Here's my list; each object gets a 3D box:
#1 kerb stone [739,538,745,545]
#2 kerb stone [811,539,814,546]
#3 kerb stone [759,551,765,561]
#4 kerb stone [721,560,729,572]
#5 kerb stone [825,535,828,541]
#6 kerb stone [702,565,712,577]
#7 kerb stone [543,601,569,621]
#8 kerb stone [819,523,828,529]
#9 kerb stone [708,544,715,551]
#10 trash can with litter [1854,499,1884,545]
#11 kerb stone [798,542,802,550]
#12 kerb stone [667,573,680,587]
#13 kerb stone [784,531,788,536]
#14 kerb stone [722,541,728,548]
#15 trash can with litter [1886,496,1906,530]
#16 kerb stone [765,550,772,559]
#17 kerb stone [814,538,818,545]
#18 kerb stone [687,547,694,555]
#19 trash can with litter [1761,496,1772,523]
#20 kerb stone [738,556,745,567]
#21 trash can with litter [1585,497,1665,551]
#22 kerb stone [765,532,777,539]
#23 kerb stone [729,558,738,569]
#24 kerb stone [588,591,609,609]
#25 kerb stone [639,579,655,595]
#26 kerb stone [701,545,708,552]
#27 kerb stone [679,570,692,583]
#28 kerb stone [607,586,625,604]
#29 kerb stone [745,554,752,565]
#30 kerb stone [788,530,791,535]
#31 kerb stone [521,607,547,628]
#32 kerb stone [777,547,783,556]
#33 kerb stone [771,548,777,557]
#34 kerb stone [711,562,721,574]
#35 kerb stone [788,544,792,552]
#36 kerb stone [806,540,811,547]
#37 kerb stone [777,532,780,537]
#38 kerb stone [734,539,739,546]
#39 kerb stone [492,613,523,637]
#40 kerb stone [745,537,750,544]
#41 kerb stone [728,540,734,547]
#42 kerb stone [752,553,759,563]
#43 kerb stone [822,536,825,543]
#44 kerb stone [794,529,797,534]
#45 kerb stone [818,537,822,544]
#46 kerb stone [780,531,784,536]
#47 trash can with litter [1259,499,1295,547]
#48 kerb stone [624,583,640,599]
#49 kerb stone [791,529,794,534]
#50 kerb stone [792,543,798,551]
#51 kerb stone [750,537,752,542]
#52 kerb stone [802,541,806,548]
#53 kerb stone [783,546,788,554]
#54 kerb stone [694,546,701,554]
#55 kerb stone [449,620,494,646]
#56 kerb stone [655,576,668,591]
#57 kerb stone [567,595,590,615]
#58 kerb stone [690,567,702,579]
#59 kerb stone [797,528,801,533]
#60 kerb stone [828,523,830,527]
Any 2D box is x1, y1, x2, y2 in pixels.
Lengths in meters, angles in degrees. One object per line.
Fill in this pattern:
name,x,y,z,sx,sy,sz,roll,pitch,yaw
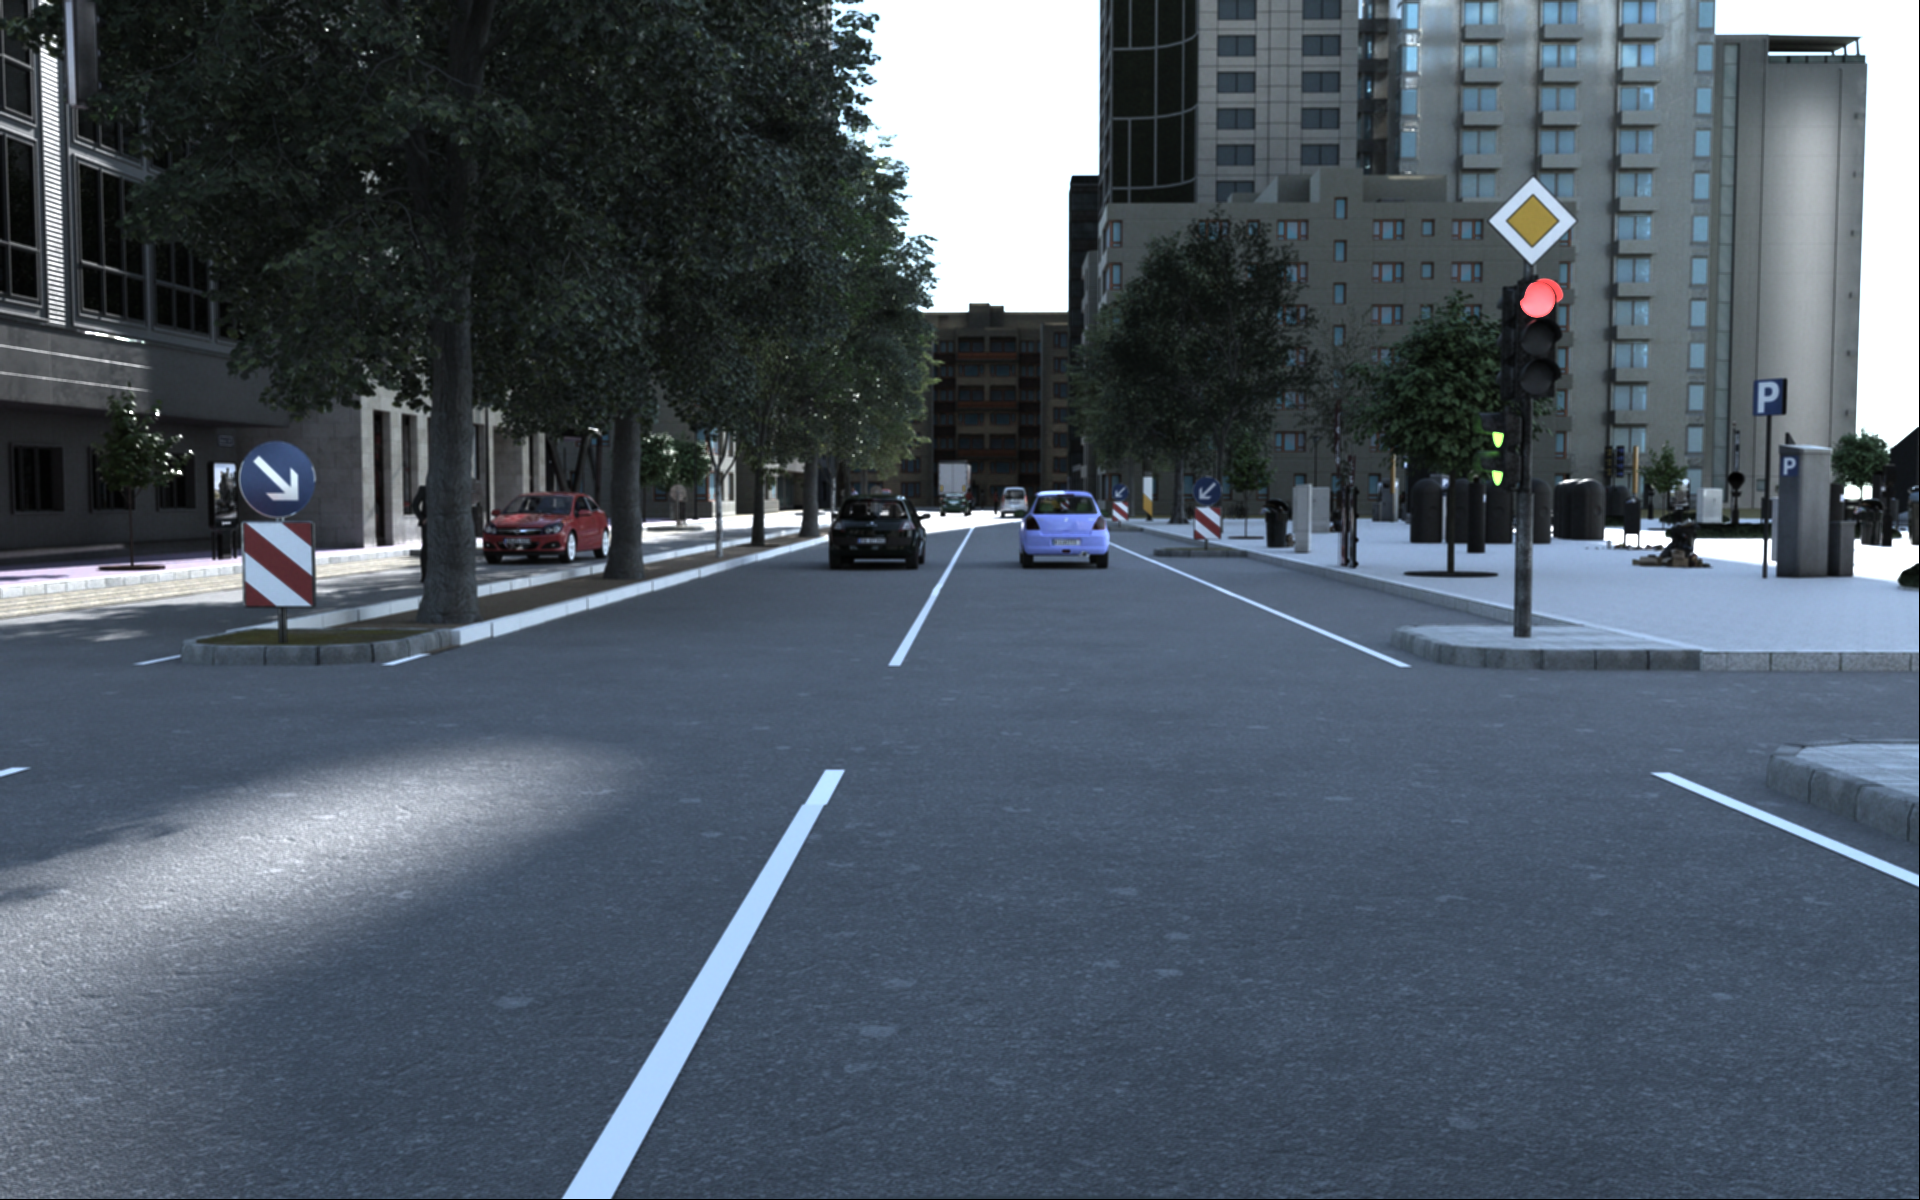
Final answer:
kerb stone,-6.255,-1.613,48.649,0.120,0.150,1.000,0,4,1
kerb stone,-4.183,-1.545,47.547,0.120,0.150,1.000,0,4,1
kerb stone,-4.369,-0.923,37.296,0.120,0.150,1.000,0,4,1
kerb stone,-4.465,-0.610,32.172,0.120,0.150,1.000,0,4,1
kerb stone,-4.108,-1.801,51.645,0.120,0.150,1.000,0,4,1
kerb stone,-4.495,-0.484,30.127,0.120,0.150,1.000,0,4,1
kerb stone,-4.695,0.142,19.874,0.120,0.150,1.000,0,4,1
kerb stone,-5.809,-3.123,73.257,0.120,0.150,1.000,0,4,1
kerb stone,-6.351,-1.303,43.523,0.120,0.150,1.000,0,4,1
trash can with litter,22.929,-1.971,43.617,0.624,1.170,1.055,3,4,36
kerb stone,-4.236,-1.362,44.461,0.120,0.150,1.000,0,4,1
kerb stone,-4.557,-0.297,27.057,0.120,0.150,1.000,0,4,1
kerb stone,-6.071,-2.243,58.904,0.120,0.150,1.000,0,4,1
kerb stone,-6.314,-1.430,45.569,0.120,0.150,1.000,0,4,1
trash can with litter,32.619,-3.086,61.517,2.233,1.210,1.678,0,4,2
kerb stone,-4.349,-0.981,38.318,0.120,0.150,1.000,0,4,1
kerb stone,-4.167,-1.607,48.569,0.120,0.150,1.000,0,4,1
kerb stone,-6.414,-1.115,40.448,0.120,0.150,1.000,0,4,1
trash can with litter,30.337,-3.337,65.621,1.678,1.210,2.233,-2,4,-26
kerb stone,-4.432,-0.736,34.223,0.120,0.150,1.000,0,4,1
trash can with litter,15.641,-1.763,39.887,1.678,1.210,2.233,-1,4,-16
kerb stone,-6.117,-2.057,55.824,0.120,0.150,1.000,0,4,1
kerb stone,-4.441,-0.673,33.200,0.120,0.150,1.000,0,4,1
kerb stone,-4.653,0.016,21.931,0.120,0.150,1.000,0,4,1
kerb stone,-4.602,-0.171,24.997,0.120,0.150,1.000,0,4,1
kerb stone,-6.381,-1.242,42.497,0.120,0.150,1.000,0,4,1
kerb stone,-4.540,-0.360,28.080,0.120,0.150,1.000,0,4,1
kerb stone,-4.636,-0.046,22.953,0.120,0.150,1.000,0,4,1
kerb stone,-4.406,-0.795,35.245,0.120,0.150,1.000,0,4,1
kerb stone,-6.054,-2.308,59.926,0.120,0.150,1.000,0,4,1
kerb stone,-4.709,0.209,18.852,0.120,0.150,1.000,0,4,1
kerb stone,-4.314,-1.110,40.362,0.120,0.150,1.000,0,4,1
kerb stone,-4.331,-1.048,39.340,0.120,0.150,1.000,0,4,1
kerb stone,-4.486,-0.548,31.150,0.120,0.150,1.000,0,4,1
kerb stone,-4.283,-1.231,42.411,0.120,0.150,1.000,0,4,1
kerb stone,-4.194,-1.486,46.517,0.120,0.150,1.000,0,4,1
kerb stone,-6.109,-2.119,56.850,0.120,0.150,1.000,0,4,1
kerb stone,-6.273,-1.555,47.618,0.120,0.150,1.000,0,4,1
kerb stone,-4.723,0.267,17.829,0.120,0.150,1.000,0,4,1
kerb stone,-6.237,-1.678,49.676,0.120,0.150,1.000,0,4,1
kerb stone,-6.291,-1.492,46.595,0.120,0.150,1.000,0,4,1
kerb stone,-4.398,-0.858,36.267,0.120,0.150,1.000,0,4,1
kerb stone,-4.129,-1.736,50.616,0.120,0.150,1.000,0,4,1
kerb stone,-6.022,-2.433,61.971,0.120,0.150,1.000,0,4,1
kerb stone,-4.137,-1.676,49.593,0.120,0.150,1.000,0,4,1
kerb stone,-6.094,-2.183,57.882,0.120,0.150,1.000,0,4,1
trash can with litter,7.679,-1.859,41.778,0.624,1.170,1.055,2,4,32
kerb stone,-4.620,-0.109,23.975,0.120,0.150,1.000,0,4,1
kerb stone,-6.034,-2.365,60.949,0.120,0.150,1.000,0,4,1
kerb stone,-4.250,-1.295,43.436,0.120,0.150,1.000,0,4,1
kerb stone,-6.224,-1.741,50.698,0.120,0.150,1.000,0,4,1
kerb stone,-4.219,-1.424,45.483,0.120,0.150,1.000,0,4,1
kerb stone,-4.296,-1.174,41.384,0.120,0.150,1.000,0,4,1
kerb stone,-6.395,-1.178,41.475,0.120,0.150,1.000,0,4,1
kerb stone,-4.756,0.330,16.808,0.120,0.150,1.000,0,4,1
kerb stone,-4.575,-0.235,26.030,0.120,0.150,1.000,0,4,1
kerb stone,-4.679,0.079,20.905,0.120,0.150,1.000,0,4,1
kerb stone,-4.529,-0.423,29.105,0.120,0.150,1.000,0,4,1
kerb stone,-5.993,-2.495,62.992,0.120,0.150,1.000,0,4,1
kerb stone,-5.791,-3.186,74.281,0.120,0.150,1.000,0,4,1
